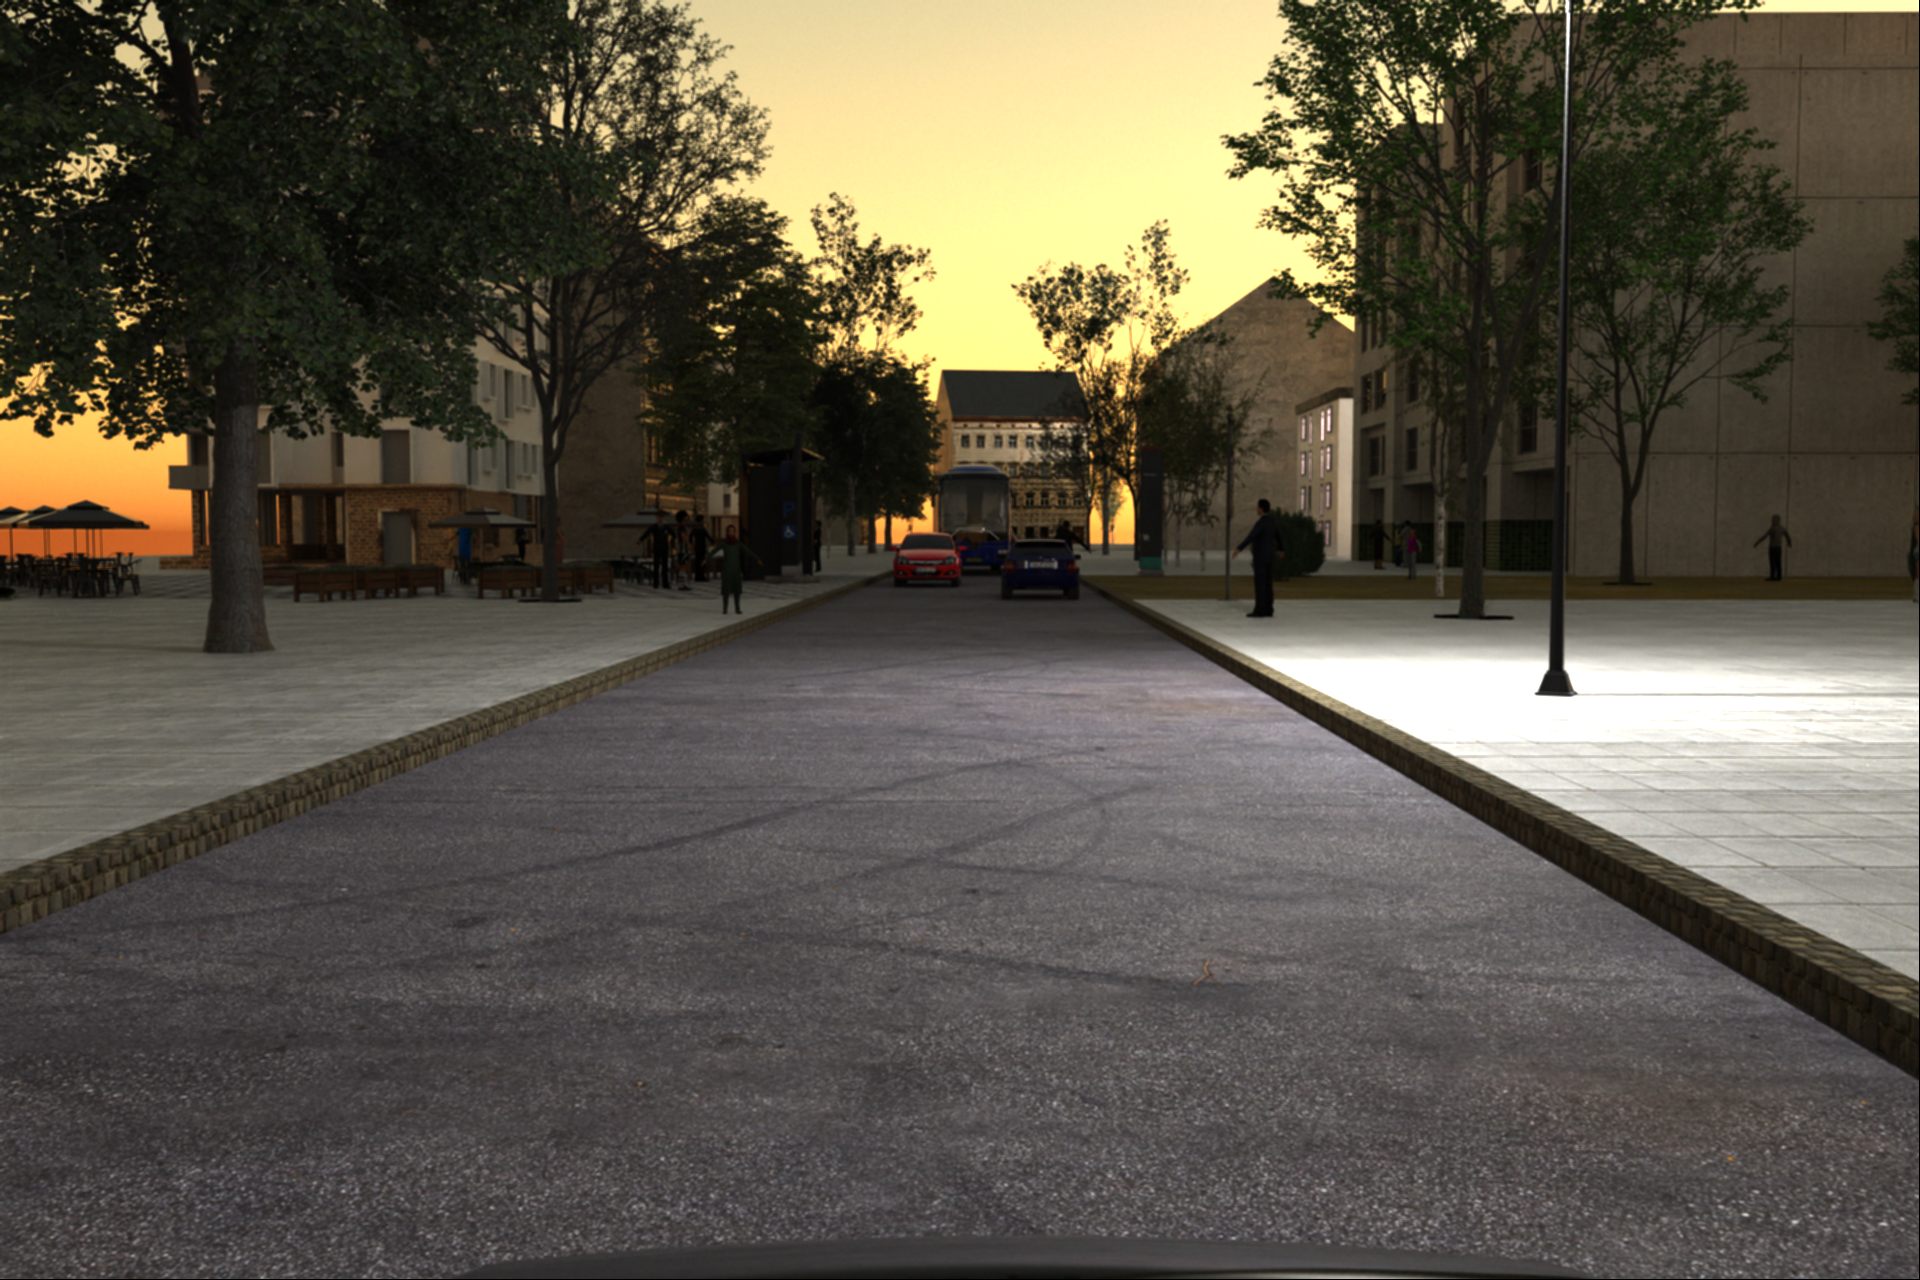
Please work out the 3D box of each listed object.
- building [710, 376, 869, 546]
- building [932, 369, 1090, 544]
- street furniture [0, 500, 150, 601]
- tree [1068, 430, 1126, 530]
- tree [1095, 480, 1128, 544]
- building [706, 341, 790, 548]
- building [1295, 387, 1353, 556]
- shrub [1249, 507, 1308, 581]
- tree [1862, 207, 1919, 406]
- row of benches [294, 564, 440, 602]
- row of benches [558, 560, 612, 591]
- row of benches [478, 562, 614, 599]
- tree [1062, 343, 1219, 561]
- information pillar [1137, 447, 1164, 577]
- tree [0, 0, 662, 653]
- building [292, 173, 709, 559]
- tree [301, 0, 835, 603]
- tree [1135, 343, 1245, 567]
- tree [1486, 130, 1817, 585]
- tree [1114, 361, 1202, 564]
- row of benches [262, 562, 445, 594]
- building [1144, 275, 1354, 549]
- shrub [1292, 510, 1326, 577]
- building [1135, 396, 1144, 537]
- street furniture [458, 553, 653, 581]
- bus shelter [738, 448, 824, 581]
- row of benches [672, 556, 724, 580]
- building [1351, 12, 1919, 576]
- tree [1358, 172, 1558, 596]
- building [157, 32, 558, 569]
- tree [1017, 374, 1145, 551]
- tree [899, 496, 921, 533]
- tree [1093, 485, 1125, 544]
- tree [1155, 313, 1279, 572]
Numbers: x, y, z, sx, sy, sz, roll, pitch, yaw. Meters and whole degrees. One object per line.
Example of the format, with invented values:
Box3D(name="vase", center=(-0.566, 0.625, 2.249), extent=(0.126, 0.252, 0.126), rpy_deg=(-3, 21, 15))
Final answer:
Box3D(name="building", center=(-20.173, -22.693, 201.957), extent=(19.493, 23.208, 18.063), rpy_deg=(0, 4, 2))
Box3D(name="building", center=(6.518, -24.324, 231.089), extent=(18.063, 23.208, 19.493), rpy_deg=(-1, 4, -8))
Box3D(name="street furniture", center=(-27.859, -2.363, 43.670), extent=(14.083, 1.986, 27.439), rpy_deg=(-2, 4, -29))
Box3D(name="tree", center=(9.968, -10.204, 117.193), extent=(4.360, 8.622, 3.978), rpy_deg=(0, 3, 0))
Box3D(name="tree", center=(20.183, -17.091, 229.805), extent=(4.737, 8.622, 4.395), rpy_deg=(0, 3, 0))
Box3D(name="building", center=(-22.328, -18.785, 163.555), extent=(16.016, 20.090, 11.380), rpy_deg=(0, 4, 2))
Box3D(name="building", center=(26.083, -9.603, 99.155), extent=(9.099, 9.664, 28.070), rpy_deg=(0, 4, 1))
Box3D(name="shrub", center=(8.660, -2.641, 47.215), extent=(1.661, 2.075, 1.752), rpy_deg=(0, 3, 0))
Box3D(name="tree", center=(28.982, -7.430, 47.229), extent=(9.928, 11.665, 9.643), rpy_deg=(0, 3, 0))
Box3D(name="row of benches", center=(-11.781, -1.161, 34.451), extent=(1.422, 0.672, 4.104), rpy_deg=(1, 4, 16))
Box3D(name="row of benches", center=(-8.758, -1.508, 40.111), extent=(1.422, 0.672, 4.104), rpy_deg=(0, 4, 1))
Box3D(name="row of benches", center=(-8.597, -1.256, 35.991), extent=(1.422, 0.672, 4.104), rpy_deg=(1, 4, 21))
Box3D(name="tree", center=(8.740, -9.145, 83.932), extent=(8.767, 10.594, 7.601), rpy_deg=(2, 4, 26))
Box3D(name="information pillar", center=(5.713, -3.820, 51.838), extent=(0.750, 3.857, 0.750), rpy_deg=(0, 4, 1))
Box3D(name="tree", center=(-7.917, -6.850, 18.652), extent=(9.857, 13.997, 8.962), rpy_deg=(0, 3, 0))
Box3D(name="building", center=(-25.174, -16.336, 98.028), extent=(19.493, 23.208, 18.063), rpy_deg=(0, 4, 2))
Box3D(name="tree", center=(-7.618, -7.456, 32.276), extent=(12.009, 13.543, 11.850), rpy_deg=(0, 3, 0))
Box3D(name="tree", center=(8.542, -7.118, 66.744), extent=(4.737, 8.622, 4.395), rpy_deg=(0, 3, 0))
Box3D(name="tree", center=(17.033, -7.208, 43.606), extent=(9.928, 11.665, 9.643), rpy_deg=(0, 3, 0))
Box3D(name="tree", center=(8.787, -7.524, 73.378), extent=(4.360, 8.622, 3.978), rpy_deg=(0, 3, 0))
Box3D(name="row of benches", center=(-13.167, -1.352, 37.564), extent=(4.104, 0.672, 1.422), rpy_deg=(0, 4, -6))
Box3D(name="building", center=(26.817, -19.925, 156.702), extent=(19.493, 23.208, 18.063), rpy_deg=(0, 4, 1))
Box3D(name="shrub", center=(10.234, -2.916, 52.099), extent=(1.690, 2.028, 1.600), rpy_deg=(0, 3, 0))
Box3D(name="building", center=(29.237, -21.926, 189.423), extent=(19.493, 23.208, 18.063), rpy_deg=(0, 4, 1))
Box3D(name="street furniture", center=(-11.918, -2.246, 52.341), extent=(5.734, 0.657, 10.072), rpy_deg=(0, 4, -8))
Box3D(name="bus shelter", center=(-5.092, -3.596, 50.073), extent=(1.731, 3.624, 6.357), rpy_deg=(0, 4, 1))
Box3D(name="row of benches", center=(-7.107, -2.108, 49.923), extent=(1.422, 0.672, 4.104), rpy_deg=(1, 4, 21))
Box3D(name="building", center=(27.109, -12.298, 67.529), extent=(16.747, 18.905, 31.486), rpy_deg=(0, 4, 1))
Box3D(name="tree", center=(9.680, -5.212, 35.582), extent=(4.360, 8.622, 3.978), rpy_deg=(0, 3, 0))
Box3D(name="building", center=(-23.201, -12.735, 64.633), extent=(16.016, 20.090, 11.380), rpy_deg=(0, 4, 0))
Box3D(name="tree", center=(9.764, -13.517, 131.372), extent=(12.009, 13.543, 11.850), rpy_deg=(0, 3, 0))
Box3D(name="tree", center=(-6.641, -17.033, 228.843), extent=(4.737, 8.622, 4.395), rpy_deg=(0, 3, 0))
Box3D(name="tree", center=(19.934, -16.783, 224.771), extent=(4.360, 8.622, 3.978), rpy_deg=(0, 3, 0))
Box3D(name="tree", center=(8.038, -6.622, 58.625), extent=(4.360, 8.622, 3.978), rpy_deg=(0, 3, 0))
